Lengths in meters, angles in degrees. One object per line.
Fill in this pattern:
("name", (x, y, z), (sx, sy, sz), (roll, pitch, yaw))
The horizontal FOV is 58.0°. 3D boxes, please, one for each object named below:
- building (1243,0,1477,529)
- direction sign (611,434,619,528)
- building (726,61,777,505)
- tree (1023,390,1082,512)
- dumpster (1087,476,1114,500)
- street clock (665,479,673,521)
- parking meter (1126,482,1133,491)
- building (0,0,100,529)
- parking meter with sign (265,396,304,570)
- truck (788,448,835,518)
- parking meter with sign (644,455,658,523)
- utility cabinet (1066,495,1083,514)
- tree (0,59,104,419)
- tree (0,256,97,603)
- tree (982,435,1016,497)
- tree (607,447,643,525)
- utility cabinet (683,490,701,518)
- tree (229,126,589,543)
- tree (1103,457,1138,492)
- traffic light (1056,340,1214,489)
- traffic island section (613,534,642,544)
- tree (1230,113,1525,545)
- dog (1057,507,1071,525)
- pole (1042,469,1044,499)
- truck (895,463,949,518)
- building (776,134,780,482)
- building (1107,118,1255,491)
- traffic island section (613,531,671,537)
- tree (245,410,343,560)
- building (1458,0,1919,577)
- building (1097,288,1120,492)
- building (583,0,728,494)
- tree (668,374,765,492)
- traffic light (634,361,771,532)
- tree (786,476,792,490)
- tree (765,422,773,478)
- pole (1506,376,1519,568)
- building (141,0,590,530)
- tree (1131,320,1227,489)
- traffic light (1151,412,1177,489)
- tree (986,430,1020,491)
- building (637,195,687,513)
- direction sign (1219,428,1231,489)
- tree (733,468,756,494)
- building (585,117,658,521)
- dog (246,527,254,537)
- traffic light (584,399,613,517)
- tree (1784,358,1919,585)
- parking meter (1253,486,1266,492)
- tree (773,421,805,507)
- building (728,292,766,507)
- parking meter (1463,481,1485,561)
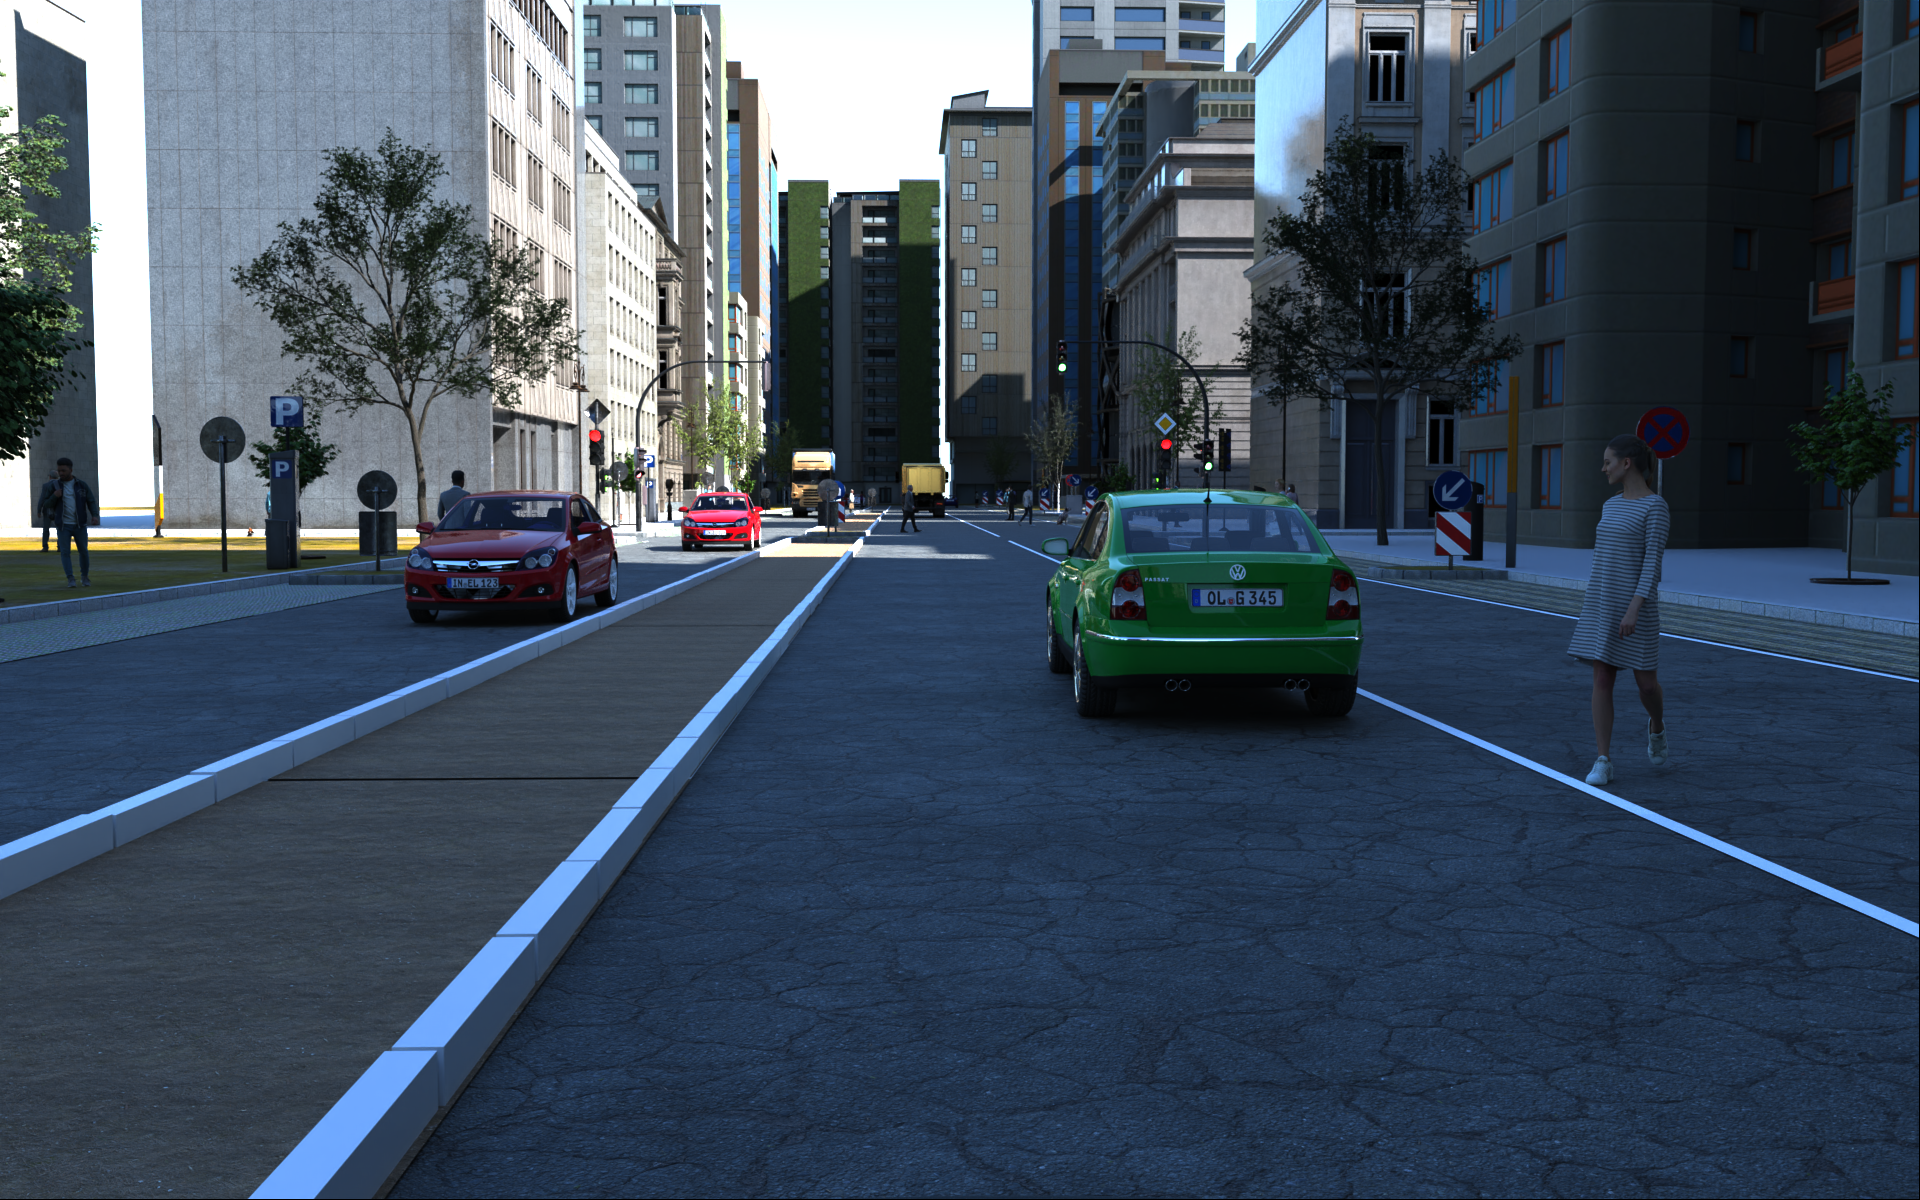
("building", (22.528, -17.313, 68.967), (20.117, 28.700, 13.634), (0, 4, -2))
("direction sign", (-13.190, -4.520, 65.893), (0.379, 3.537, 0.876), (-1, 4, -11))
("building", (-27.614, -32.631, 183.625), (14.600, 45.320, 14.200), (0, 4, -2))
("tree", (6.885, -10.863, 127.979), (4.360, 8.622, 3.978), (0, 3, 0))
("dumpster", (7.880, -5.749, 96.487), (1.502, 2.255, 1.985), (0, 4, -2))
("street clock", (-14.030, -4.837, 83.650), (0.358, 2.002, 0.471), (1, 4, 11))
("parking meter", (8.156, -4.745, 83.295), (0.255, 1.863, 0.399), (1, 4, 20))
("building", (-43.475, -12.856, 64.944), (16.860, 20.320, 10.420), (0, 4, -2))
("parking meter with sign", (-11.788, -2.073, 30.157), (0.543, 3.016, 1.738), (-1, 4, -15))
("truck", (-9.175, -7.327, 108.703), (2.839, 4.237, 11.283), (0, 4, -3))
("parking meter with sign", (-13.995, -5.029, 78.485), (0.543, 3.016, 1.738), (0, 4, -2))
("utility cabinet", (7.213, -6.003, 109.307), (1.020, 1.237, 0.306), (1, 4, 9))
("tree", (-27.004, -8.347, 43.129), (9.857, 13.997, 8.962), (0, 3, 0))
("tree", (-11.955, -2.233, 20.227), (4.285, 4.588, 4.351), (0, 3, 0))
("tree", (4.803, -15.797, 208.645), (4.360, 8.622, 3.978), (0, 3, 0))
("tree", (-13.614, -4.693, 71.336), (1.663, 3.219, 1.824), (0, 3, 0))
("utility cabinet", (-13.991, -4.994, 90.331), (1.173, 1.500, 0.318), (3, 5, 42))
("tree", (-13.645, -6.685, 43.714), (8.767, 10.594, 7.601), (-2, 4, -30))
("tree", (8.571, -5.873, 90.628), (1.663, 3.219, 1.824), (0, 3, 0))
("traffic light", (5.214, -4.691, 51.372), (4.771, 5.953, 1.251), (0, 4, -2))
("traffic island section", (-10.689, -1.762, 51.082), (2.009, 0.180, 2.903), (0, 4, -2))
("tree", (10.250, -6.649, 43.116), (7.601, 10.594, 8.767), (0, 4, 7))
("dog", (4.738, -3.915, 80.850), (0.513, 0.831, 0.800), (-3, 4, -38))
("pole", (6.477, -8.654, 135.332), (0.158, 3.312, 0.155), (0, 3, 0))
("truck", (-2.310, -6.854, 107.989), (3.469, 3.379, 9.791), (0, 4, -2))
("building", (-28.409, -33.591, 199.323), (14.200, 45.320, 14.600), (0, 4, -2))
("building", (16.485, -15.768, 99.610), (13.314, 21.916, 24.055), (0, 4, -2))
("traffic island section", (-10.966, -2.250, 59.062), (2.009, 0.180, 2.903), (0, 4, -2))
("tree", (-13.270, -2.426, 34.268), (1.663, 3.219, 1.824), (0, 3, 0))
("building", (28.447, -11.597, 34.645), (27.650, 21.520, 28.899), (0, 4, -2))
("building", (18.315, -15.827, 126.225), (16.820, 18.784, 16.811), (0, 4, -2))
("building", (-26.433, -27.927, 140.200), (14.154, 41.232, 14.086), (0, 4, -2))
("tree", (-15.234, -9.482, 105.399), (4.737, 8.622, 4.395), (0, 3, 0))
("traffic light", (-8.838, -5.160, 59.036), (4.771, 5.953, 1.251), (0, 4, -2))
("tree", (-18.085, -13.057, 197.199), (4.285, 4.588, 4.351), (0, 3, 0))
("tree", (-15.665, -10.409, 120.545), (4.737, 8.622, 4.395), (0, 3, 0))
("pole", (9.608, -2.218, 30.112), (0.158, 3.312, 0.155), (0, 3, 0))
("building", (-23.324, -15.521, 71.795), (12.078, 24.808, 19.932), (0, 4, -2))
("tree", (9.087, -7.574, 74.200), (4.737, 8.622, 4.395), (0, 3, 0))
("traffic light", (7.024, -4.321, 59.566), (0.839, 4.253, 0.868), (0, 4, -2))
("tree", (4.693, -15.327, 200.960), (4.737, 8.622, 4.395), (0, 3, 0))
("building", (-25.902, -18.158, 115.969), (14.460, 24.649, 34.723), (0, 4, -2))
("direction sign", (9.146, -4.151, 59.864), (0.379, 3.537, 0.876), (2, 4, 35))
("tree", (-15.686, -8.124, 127.425), (1.663, 3.219, 1.824), (0, 3, 0))
("building", (-22.227, -14.409, 90.343), (10.420, 20.320, 16.860), (0, 4, -2))
("dog", (-22.102, -2.049, 53.689), (0.550, 0.427, 0.748), (1, 4, 21))
("traffic light", (-10.649, -3.794, 50.949), (0.839, 4.253, 0.868), (0, 4, -2))
("tree", (12.704, -1.855, 24.934), (1.663, 3.219, 1.824), (0, 3, 0))
("parking meter", (9.013, -2.674, 52.127), (0.372, 1.533, 0.369), (0, 3, 0))
("tree", (-17.362, -13.351, 168.659), (4.737, 8.622, 4.395), (0, 3, 0))
("building", (-33.234, -19.401, 162.244), (27.650, 21.520, 28.899), (0, 4, -2))
("parking meter", (9.912, -1.530, 33.429), (0.372, 1.533, 0.369), (0, 3, 0))
